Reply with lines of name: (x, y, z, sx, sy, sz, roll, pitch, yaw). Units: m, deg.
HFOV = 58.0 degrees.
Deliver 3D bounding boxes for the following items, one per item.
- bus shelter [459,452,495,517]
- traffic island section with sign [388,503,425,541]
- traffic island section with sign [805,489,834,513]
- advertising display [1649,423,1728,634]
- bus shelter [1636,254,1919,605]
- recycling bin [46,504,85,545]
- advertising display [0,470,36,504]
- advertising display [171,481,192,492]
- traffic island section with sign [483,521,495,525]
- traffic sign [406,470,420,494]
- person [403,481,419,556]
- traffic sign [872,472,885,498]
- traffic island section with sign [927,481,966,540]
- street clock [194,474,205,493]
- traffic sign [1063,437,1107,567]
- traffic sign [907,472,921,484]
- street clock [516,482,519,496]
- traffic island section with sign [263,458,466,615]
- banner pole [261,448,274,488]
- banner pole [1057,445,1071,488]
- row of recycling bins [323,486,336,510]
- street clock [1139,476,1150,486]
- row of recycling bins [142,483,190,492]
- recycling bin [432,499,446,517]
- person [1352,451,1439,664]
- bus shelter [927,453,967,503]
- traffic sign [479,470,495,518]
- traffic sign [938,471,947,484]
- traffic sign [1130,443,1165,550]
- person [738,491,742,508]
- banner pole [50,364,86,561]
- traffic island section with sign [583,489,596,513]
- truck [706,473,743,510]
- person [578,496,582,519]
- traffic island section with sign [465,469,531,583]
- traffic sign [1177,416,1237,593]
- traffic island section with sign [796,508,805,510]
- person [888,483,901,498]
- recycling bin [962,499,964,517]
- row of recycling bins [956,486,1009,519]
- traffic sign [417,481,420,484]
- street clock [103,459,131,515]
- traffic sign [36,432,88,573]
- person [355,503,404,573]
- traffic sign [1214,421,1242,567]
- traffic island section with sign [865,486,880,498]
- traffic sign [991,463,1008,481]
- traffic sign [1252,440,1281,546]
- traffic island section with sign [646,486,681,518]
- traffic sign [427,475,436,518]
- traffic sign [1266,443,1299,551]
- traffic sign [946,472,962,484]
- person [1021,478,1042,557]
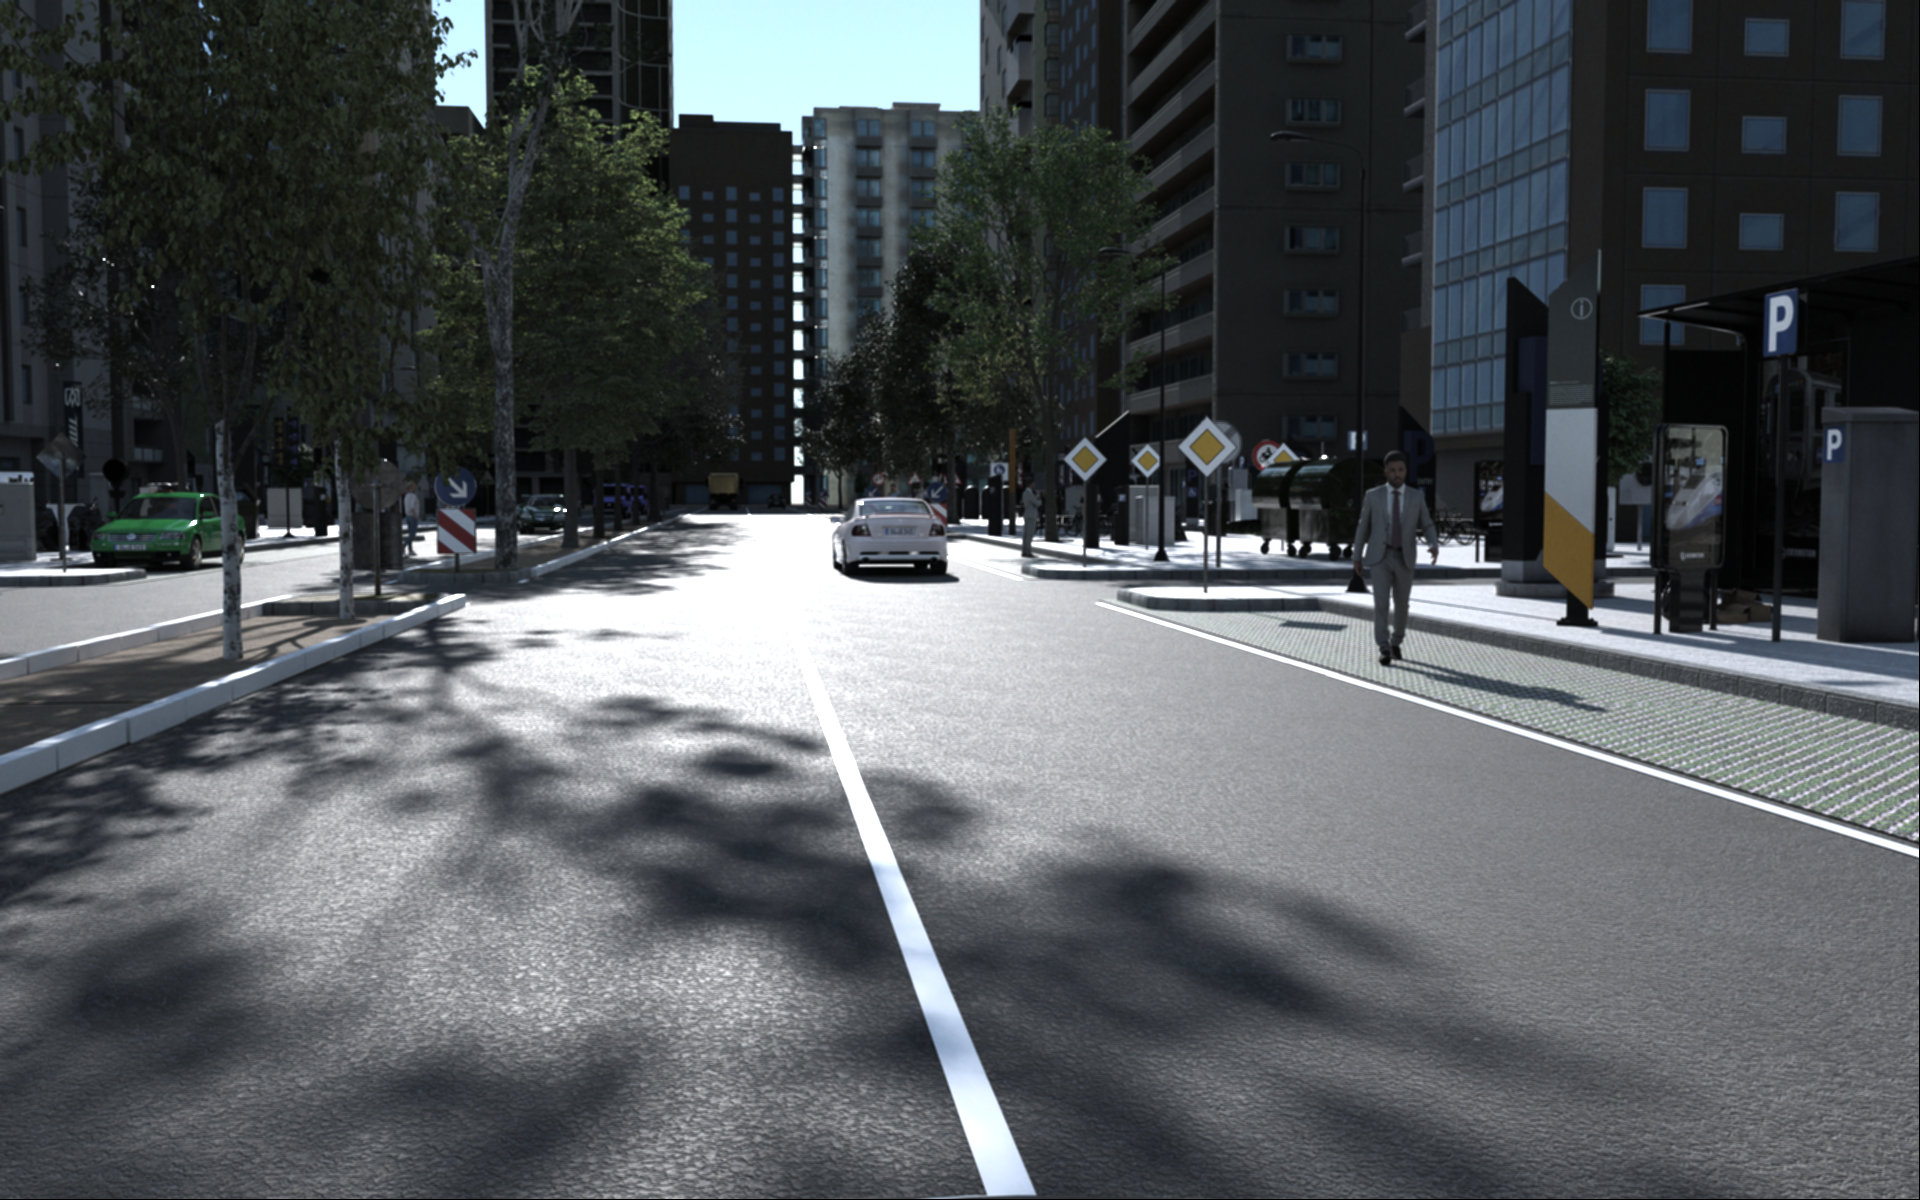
bus shelter: (-27.501, -6.639, 99.825, 1.731, 3.624, 6.357, 0, 4, -7)
traffic island section with sign: (-17.420, -2.699, 52.754, 1.989, 1.847, 2.006, 0, 4, -7)
traffic island section with sign: (-10.575, -7.526, 131.670, 1.989, 1.847, 2.006, 0, 4, -7)
advertising display: (6.754, -0.663, 16.058, 0.974, 1.923, 0.123, -2, 4, -33)
bus shelter: (9.962, -1.727, 19.514, 1.731, 3.624, 6.357, 0, 4, -7)
recycling bin: (-22.782, -1.938, 44.246, 0.722, 1.027, 0.722, 1, 4, 14)
advertising display: (-25.466, -2.539, 46.720, 0.974, 1.923, 0.123, -2, 4, -34)
advertising display: (-38.700, -4.949, 86.126, 0.974, 1.923, 0.123, 0, 4, -4)
traffic island section with sign: (-20.852, -4.357, 79.869, 1.989, 1.847, 2.006, 0, 4, -7)
traffic sign: (-28.942, -5.603, 91.715, 0.768, 2.556, 0.104, 0, 4, -3)
person: (-12.738, -1.887, 40.022, 0.731, 1.740, 0.598, 3, 5, 39)
traffic sign: (-4.721, -6.148, 100.623, 0.768, 2.556, 0.104, 0, 4, -4)
traffic island section with sign: (-0.914, -2.843, 55.108, 1.989, 1.847, 2.006, 0, 4, -7)
street clock: (-27.024, -3.486, 61.569, 0.358, 2.002, 0.471, -2, 4, -29)
traffic sign: (2.183, -1.633, 30.341, 0.795, 2.450, 0.064, 0, 4, -7)
traffic sign: (-2.469, -5.783, 94.550, 0.884, 2.594, 0.081, 0, 4, -2)
street clock: (-24.849, -5.631, 96.642, 0.471, 2.002, 0.358, -1, 4, -13)
traffic island section with sign: (-7.340, -0.812, 21.412, 2.006, 1.907, 1.989, 0, 4, -7)
banner pole: (-37.270, -6.326, 93.439, 0.401, 3.779, 0.863, 3, 5, 43)
banner pole: (5.397, -6.060, 89.096, 0.863, 3.779, 0.401, -1, 4, -8)
row of recycling bins: (-34.674, -5.357, 94.694, 1.069, 1.692, 3.534, -1, 4, -22)
street clock: (7.328, -3.952, 69.189, 0.358, 2.002, 0.471, -3, 4, -37)
row of recycling bins: (-30.527, -3.627, 66.409, 1.069, 1.692, 3.534, -3, 5, -44)
recycling bin: (-29.402, -5.205, 97.655, 0.722, 1.027, 0.722, -1, 4, -12)
person: (3.678, -0.360, 14.666, 0.678, 1.792, 0.850, 0, 4, 8)
bus shelter: (-0.763, -6.752, 101.685, 1.731, 3.624, 6.357, 0, 4, -7)
traffic sign: (-25.416, -5.699, 93.190, 0.884, 2.594, 0.081, 0, 4, -6)
traffic sign: (-0.964, -5.749, 93.993, 0.884, 2.594, 0.081, 0, 4, -3)
traffic sign: (4.279, -2.350, 39.609, 0.795, 2.450, 0.064, 0, 4, -5)
person: (-23.030, -10.442, 179.773, 0.990, 1.755, 0.434, 1, 4, 18)
banner pole: (-17.334, -2.669, 33.660, 0.401, 3.779, 0.863, 1, 4, 18)
traffic island section with sign: (-27.090, -7.386, 129.394, 1.989, 1.847, 2.006, 0, 4, -7)
truck: (-21.601, -9.941, 158.454, 3.469, 3.379, 9.791, 0, 4, -7)
person: (-22.052, -5.357, 100.330, 0.306, 1.304, 0.590, 1, 4, 21)
traffic island section with sign: (-8.258, -1.262, 28.762, 2.006, 1.907, 1.989, 0, 4, -7)
traffic sign: (3.184, -1.148, 22.418, 0.795, 2.450, 0.064, 0, 4, -7)
traffic island section with sign: (-14.097, -9.222, 159.408, 1.989, 1.847, 2.006, 0, 4, -7)
person: (-2.350, -3.203, 60.956, 0.616, 1.811, 0.778, 2, 4, 26)
recycling bin: (-0.261, -5.230, 98.065, 0.722, 1.027, 0.722, 3, 5, 41)
row of recycling bins: (1.082, -5.001, 88.875, 3.534, 1.692, 1.069, 0, 4, 2)
traffic sign: (-29.498, -5.712, 93.504, 0.768, 2.556, 0.104, 0, 4, -4)
street clock: (-17.371, -1.905, 35.720, 0.471, 2.002, 0.358, 0, 4, -2)
traffic sign: (-14.631, -1.505, 28.245, 0.795, 2.450, 0.064, 0, 4, -7)
person: (-10.373, -1.377, 30.992, 0.713, 1.824, 0.794, 2, 4, 35)
traffic sign: (4.532, -1.847, 30.306, 0.768, 2.556, 0.104, 0, 4, -4)
traffic island section with sign: (-4.291, -4.479, 81.852, 1.989, 1.847, 2.006, 0, 4, -7)
traffic sign: (1.273, -3.296, 56.023, 0.606, 2.300, 0.079, 0, 4, -2)
traffic sign: (7.224, -2.482, 40.680, 0.768, 2.556, 0.104, 0, 4, 1)
traffic island section with sign: (-17.684, -5.821, 103.310, 2.006, 1.907, 1.989, 0, 4, -7)
traffic sign: (-28.185, -5.669, 92.797, 0.768, 2.556, 0.104, 0, 4, -4)
traffic sign: (7.271, -2.312, 38.987, 0.795, 2.450, 0.064, 0, 4, -3)
traffic sign: (-0.322, -5.675, 92.795, 0.884, 2.594, 0.081, 0, 4, -5)
person: (1.637, -1.860, 39.097, 0.466, 1.800, 0.511, -2, 4, -29)
